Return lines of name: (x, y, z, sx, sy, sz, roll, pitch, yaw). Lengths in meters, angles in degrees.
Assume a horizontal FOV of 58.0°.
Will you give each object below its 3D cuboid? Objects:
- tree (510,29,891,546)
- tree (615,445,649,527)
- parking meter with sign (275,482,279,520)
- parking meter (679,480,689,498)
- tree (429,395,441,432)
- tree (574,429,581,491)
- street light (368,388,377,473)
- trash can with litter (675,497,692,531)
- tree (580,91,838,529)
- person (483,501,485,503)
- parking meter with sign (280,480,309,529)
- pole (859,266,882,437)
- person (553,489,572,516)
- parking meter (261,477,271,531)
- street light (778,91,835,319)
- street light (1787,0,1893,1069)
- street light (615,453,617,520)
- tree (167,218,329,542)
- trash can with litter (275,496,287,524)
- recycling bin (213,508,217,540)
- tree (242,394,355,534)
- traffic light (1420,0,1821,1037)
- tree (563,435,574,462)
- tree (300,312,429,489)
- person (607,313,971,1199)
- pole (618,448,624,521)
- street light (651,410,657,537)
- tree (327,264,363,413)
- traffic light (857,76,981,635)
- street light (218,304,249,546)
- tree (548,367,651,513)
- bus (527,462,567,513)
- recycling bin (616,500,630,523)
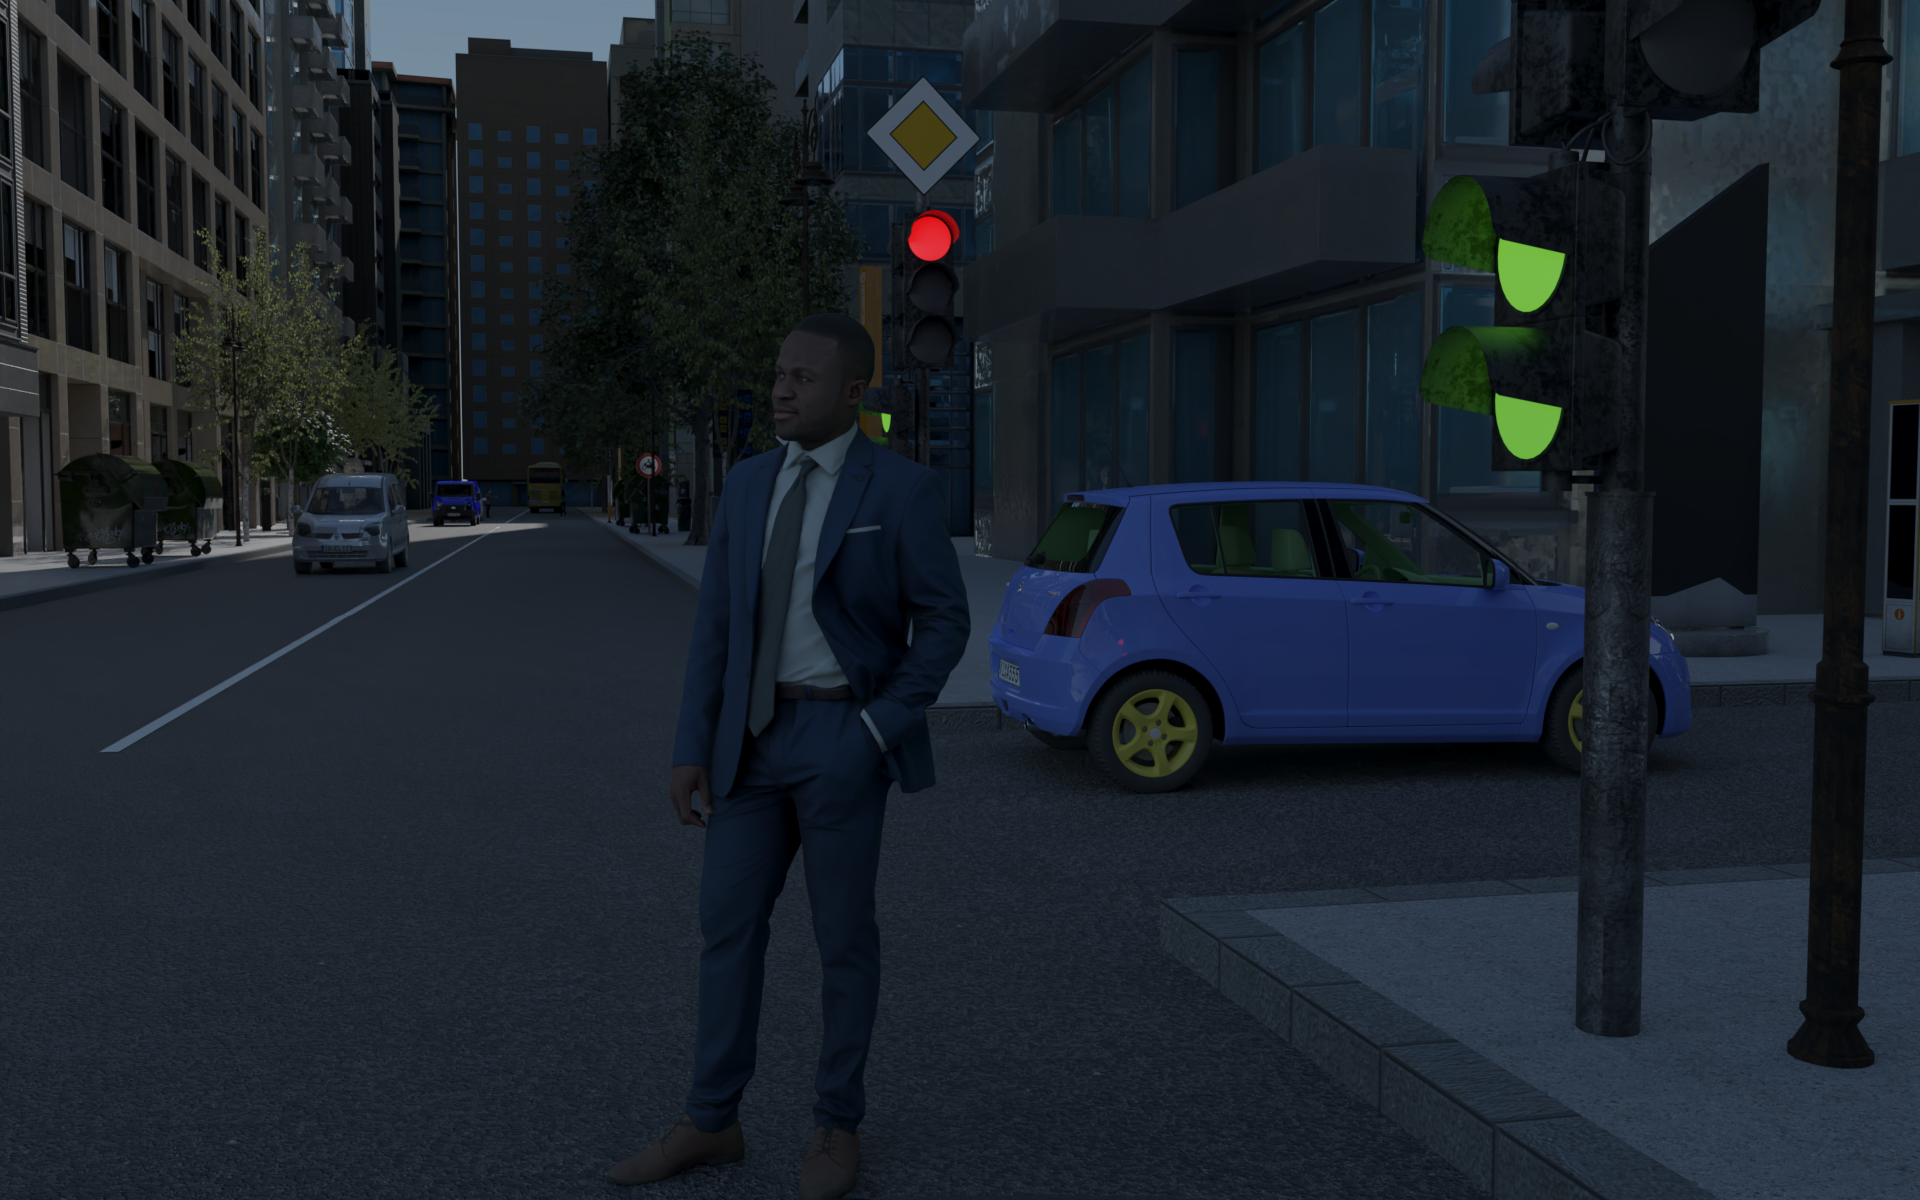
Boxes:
tree: (-6.352, -7.716, 43.158, 9.611, 12.733, 9.660, 0, 3, 0)
tree: (-12.406, -4.435, 67.115, 1.663, 3.219, 1.824, 0, 3, 0)
parking meter with sign: (-31.110, -5.074, 79.225, 1.738, 3.016, 0.543, -1, 4, -23)
parking meter: (-11.588, -4.101, 72.770, 0.399, 1.863, 0.255, 1, 4, 18)
tree: (-27.781, -8.185, 84.191, 4.737, 8.622, 4.395, 0, 3, 0)
tree: (-11.573, -6.904, 63.250, 4.737, 8.622, 4.395, 0, 3, 0)
street light: (-25.379, -6.251, 74.997, 0.468, 5.910, 1.993, -1, 4, -13)
trash can with litter: (-9.569, -2.948, 59.588, 0.624, 1.170, 1.055, -1, 4, -17)
tree: (-4.302, -4.992, 31.989, 4.737, 8.622, 4.395, 0, 3, 0)
person: (-29.678, -5.959, 106.028, 0.705, 1.812, 1.348, 2, 4, 32)
parking meter with sign: (-24.098, -4.090, 63.131, 0.543, 3.016, 1.738, -3, 5, -43)
pole: (-0.806, -1.335, 15.678, 0.158, 3.312, 0.155, 0, 3, 0)
person: (-25.668, -6.281, 111.907, 1.217, 1.735, 0.721, -2, 4, -25)
parking meter: (-24.156, -3.338, 60.280, 0.255, 1.863, 0.399, -2, 4, -32)
street light: (-1.813, -2.914, 20.432, 0.468, 5.910, 1.993, -1, 4, -13)
street light: (1.986, -1.895, 3.774, 0.468, 5.910, 1.993, -1, 4, -13)
street light: (-16.807, -6.835, 84.542, 0.468, 5.910, 1.993, -1, 4, -13)
tree: (-19.326, -5.890, 46.663, 4.360, 8.622, 3.978, 0, 3, 0)
trash can with litter: (-29.705, -3.942, 75.513, 1.678, 1.210, 2.233, -2, 4, -25)
recycling bin: (-21.304, -2.200, 48.524, 0.722, 1.027, 0.722, 0, 4, -5)
tree: (-21.568, -4.452, 56.496, 4.285, 4.588, 4.351, 0, 3, 0)
traffic light: (1.537, -0.925, 4.042, 0.839, 4.253, 0.868, -1, 4, -13)
tree: (-20.964, -9.398, 104.019, 4.737, 8.622, 4.395, 0, 3, 0)
tree: (-24.971, -7.388, 71.151, 4.737, 8.622, 4.395, 0, 3, 0)
person: (-0.337, 0.309, 3.629, 0.721, 1.800, 0.419, 1, 4, 17)
pole: (-13.835, -4.703, 70.734, 0.158, 3.312, 0.155, 0, 3, 0)
street light: (-9.251, -4.858, 52.211, 0.468, 5.910, 1.993, -1, 4, -13)
tree: (-19.948, -6.187, 51.525, 4.360, 8.622, 3.978, 0, 3, 0)
traffic light: (-0.277, -1.400, 11.819, 0.839, 4.253, 0.868, -1, 4, -13)
street light: (-17.718, -4.256, 42.366, 0.468, 5.910, 1.993, -1, 4, -13)
tree: (-24.610, -12.200, 117.602, 7.486, 12.596, 7.792, 0, 3, 0)
bus: (-31.724, -8.655, 133.057, 2.896, 3.916, 12.252, -1, 4, -12)
recycling bin: (-14.880, -3.943, 77.020, 0.722, 1.027, 0.722, 0, 4, 1)
